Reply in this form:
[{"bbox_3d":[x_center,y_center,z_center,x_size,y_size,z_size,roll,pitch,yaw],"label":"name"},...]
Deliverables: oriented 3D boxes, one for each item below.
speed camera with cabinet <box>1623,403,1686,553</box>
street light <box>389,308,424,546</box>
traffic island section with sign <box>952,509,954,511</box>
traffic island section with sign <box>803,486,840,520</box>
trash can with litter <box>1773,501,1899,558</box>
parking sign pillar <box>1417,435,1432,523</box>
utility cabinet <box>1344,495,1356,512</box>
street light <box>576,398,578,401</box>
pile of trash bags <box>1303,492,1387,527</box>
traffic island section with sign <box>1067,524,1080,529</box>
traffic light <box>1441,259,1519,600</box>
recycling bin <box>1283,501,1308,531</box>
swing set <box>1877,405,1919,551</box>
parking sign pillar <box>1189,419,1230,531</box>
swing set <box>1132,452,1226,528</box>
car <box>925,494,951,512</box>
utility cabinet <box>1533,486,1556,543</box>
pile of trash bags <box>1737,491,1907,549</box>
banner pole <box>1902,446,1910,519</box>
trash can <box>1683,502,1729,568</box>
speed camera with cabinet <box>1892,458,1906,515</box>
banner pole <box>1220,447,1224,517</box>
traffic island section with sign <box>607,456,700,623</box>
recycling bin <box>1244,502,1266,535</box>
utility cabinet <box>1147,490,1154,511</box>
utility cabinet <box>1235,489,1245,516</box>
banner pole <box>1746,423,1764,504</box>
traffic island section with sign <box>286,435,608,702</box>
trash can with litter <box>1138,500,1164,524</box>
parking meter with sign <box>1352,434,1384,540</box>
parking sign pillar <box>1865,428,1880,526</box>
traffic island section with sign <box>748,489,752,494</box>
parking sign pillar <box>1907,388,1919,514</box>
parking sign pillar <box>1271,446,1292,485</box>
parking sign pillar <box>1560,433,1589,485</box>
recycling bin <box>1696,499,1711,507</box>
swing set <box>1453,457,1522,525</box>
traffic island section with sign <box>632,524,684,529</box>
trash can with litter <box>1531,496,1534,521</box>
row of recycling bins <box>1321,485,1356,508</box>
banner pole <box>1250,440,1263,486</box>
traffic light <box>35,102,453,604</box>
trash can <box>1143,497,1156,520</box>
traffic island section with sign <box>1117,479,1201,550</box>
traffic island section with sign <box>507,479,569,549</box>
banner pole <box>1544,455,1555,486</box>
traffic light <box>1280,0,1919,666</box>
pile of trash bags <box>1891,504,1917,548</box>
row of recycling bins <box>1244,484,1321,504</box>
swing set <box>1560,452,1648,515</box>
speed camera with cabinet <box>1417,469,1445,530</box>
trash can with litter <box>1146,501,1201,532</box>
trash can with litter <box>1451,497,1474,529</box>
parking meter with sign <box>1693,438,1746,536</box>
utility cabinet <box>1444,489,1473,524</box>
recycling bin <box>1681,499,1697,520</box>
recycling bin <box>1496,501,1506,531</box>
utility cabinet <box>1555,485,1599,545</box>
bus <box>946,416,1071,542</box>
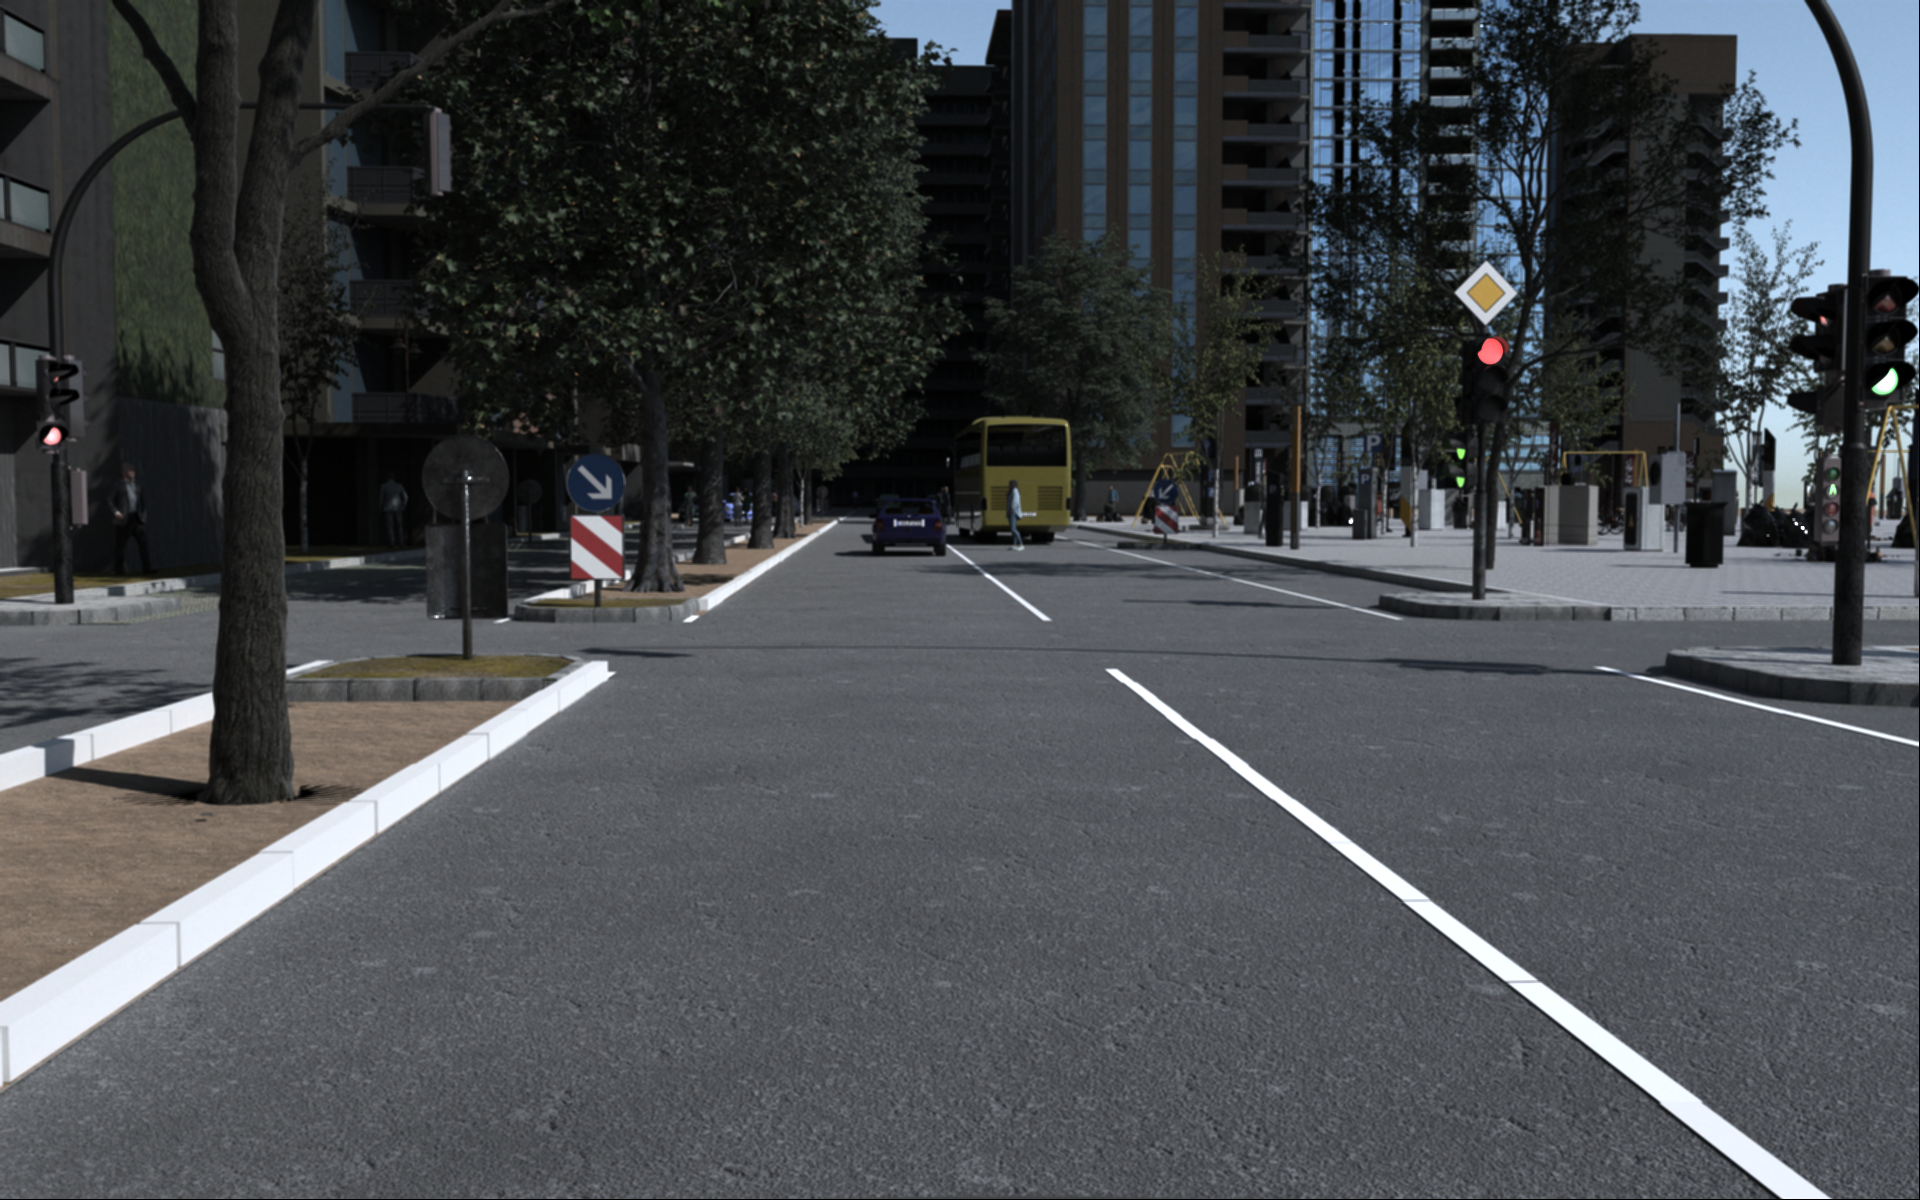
[{"bbox_3d":[15.468,-2.706,38.583,0.660,3.252,2.038,0,4,0],"label":"speed camera with cabinet"},{"bbox_3d":[-13.631,-4.281,42.779,0.468,5.910,1.993,0,4,-3],"label":"street light"},{"bbox_3d":[0.355,-8.693,150.750,1.989,1.847,2.006,0,4,-3],"label":"traffic island section with sign"},{"bbox_3d":[-7.604,-5.330,95.280,2.006,1.907,1.989,0,4,-3],"label":"traffic island section with sign"},{"bbox_3d":[17.909,-1.491,35.432,2.233,1.210,1.678,2,4,34],"label":"trash can with litter"},{"bbox_3d":[21.104,-5.492,78.268,1.447,3.967,1.447,1,4,15],"label":"parking sign pillar"},{"bbox_3d":[18.079,-4.235,80.401,0.306,1.237,1.020,0,4,-2],"label":"utility cabinet"},{"bbox_3d":[-14.575,-5.623,64.726,0.468,5.910,1.993,0,4,-3],"label":"street light"},{"bbox_3d":[15.195,-3.603,68.656,3.447,1.369,1.912,0,4,0],"label":"pile of trash bags"},{"bbox_3d":[3.954,-3.909,72.540,1.989,1.847,2.006,0,4,-3],"label":"traffic island section with sign"},{"bbox_3d":[6.283,-1.957,20.925,0.839,4.253,0.868,0,4,-3],"label":"traffic light"},{"bbox_3d":[11.826,-2.968,61.077,0.722,1.027,0.722,2,4,29],"label":"recycling bin"},{"bbox_3d":[17.461,-1.956,29.597,2.862,2.851,3.119,-3,4,-39],"label":"swing set"},{"bbox_3d":[8.856,-4.463,61.450,1.447,3.967,1.447,0,4,-3],"label":"parking sign pillar"},{"bbox_3d":[8.233,-4.144,65.367,2.862,2.851,3.119,-1,4,-11],"label":"swing set"},{"bbox_3d":[-1.671,-6.608,119.844,2.131,1.459,4.920,0,4,-1],"label":"car"},{"bbox_3d":[15.624,-2.236,45.238,1.173,1.500,0.318,0,4,0],"label":"utility cabinet"},{"bbox_3d":[20.421,-1.945,41.555,1.912,1.369,3.447,-1,4,-23],"label":"pile of trash bags"},{"bbox_3d":[48.957,-6.084,89.489,0.401,3.779,0.863,2,4,32],"label":"banner pole"},{"bbox_3d":[13.021,-1.139,30.277,0.748,1.137,0.748,0,3,0],"label":"trash can"},{"bbox_3d":[51.756,-6.117,94.342,0.660,3.252,2.038,-1,4,-10],"label":"speed camera with cabinet"},{"bbox_3d":[13.887,-6.233,91.927,0.401,3.779,0.863,0,4,0],"label":"banner pole"},{"bbox_3d":[-4.135,-0.739,20.221,2.006,1.907,1.989,0,4,-3],"label":"traffic island section with sign"},{"bbox_3d":[9.515,-2.597,55.023,0.722,1.027,0.722,-3,4,-38],"label":"recycling bin"},{"bbox_3d":[10.174,-5.120,92.385,0.318,1.500,1.173,1,4,12],"label":"utility cabinet"},{"bbox_3d":[12.706,-4.164,76.767,1.173,1.500,0.318,-2,4,-35],"label":"utility cabinet"},{"bbox_3d":[27.856,-4.334,60.878,0.863,3.779,0.401,-1,4,-23],"label":"banner pole"},{"bbox_3d":[-3.804,-0.287,12.821,2.006,1.907,1.989,0,4,-3],"label":"traffic island section with sign"},{"bbox_3d":[8.151,-3.817,73.792,1.055,1.170,0.624,0,4,2],"label":"trash can with litter"},{"bbox_3d":[11.575,-3.243,49.279,0.543,3.016,1.738,2,4,25],"label":"parking meter with sign"},{"bbox_3d":[36.641,-5.012,70.414,1.447,3.967,1.447,0,4,-5],"label":"parking sign pillar"},{"bbox_3d":[-14.865,-6.930,121.940,1.989,1.847,2.006,0,4,-3],"label":"traffic island section with sign"},{"bbox_3d":[24.635,-3.369,43.554,1.447,3.967,1.447,-3,5,-43],"label":"parking sign pillar"},{"bbox_3d":[17.863,-6.578,96.017,1.447,3.967,1.447,-2,4,-34],"label":"parking sign pillar"},{"bbox_3d":[26.411,-5.260,74.468,1.447,3.967,1.447,-2,4,-28],"label":"parking sign pillar"},{"bbox_3d":[28.422,-3.229,65.346,0.722,1.027,0.722,-1,4,-10],"label":"recycling bin"},{"bbox_3d":[22.289,-4.676,74.065,2.862,2.851,3.119,0,4,3],"label":"swing set"},{"bbox_3d":[-12.577,-3.899,72.375,1.989,1.847,2.006,0,4,-3],"label":"traffic island section with sign"},{"bbox_3d":[27.756,-4.480,84.300,1.678,1.210,2.233,1,4,14],"label":"trash can with litter"},{"bbox_3d":[17.162,-4.644,83.037,3.534,1.692,1.069,1,4,8],"label":"row of recycling bins"},{"bbox_3d":[13.675,-5.519,80.247,0.863,3.779,0.401,-1,4,-17],"label":"banner pole"},{"bbox_3d":[-8.375,-2.789,20.271,4.771,5.953,1.251,0,4,-3],"label":"traffic light"},{"bbox_3d":[9.384,-4.533,85.764,0.748,1.137,0.748,0,3,0],"label":"trash can"},{"bbox_3d":[5.193,-2.262,45.614,1.989,1.847,2.006,0,4,-3],"label":"traffic island section with sign"},{"bbox_3d":[-11.329,-2.252,45.448,1.989,1.847,2.006,0,4,-3],"label":"traffic island section with sign"},{"bbox_3d":[32.873,-6.506,96.386,0.401,3.779,0.863,-3,5,-44],"label":"banner pole"},{"bbox_3d":[4.565,-2.327,12.711,4.771,5.953,1.251,0,4,-3],"label":"traffic light"},{"bbox_3d":[24.110,-1.924,41.204,3.447,1.369,1.912,-1,4,-18],"label":"pile of trash bags"},{"bbox_3d":[13.648,-4.095,74.060,3.534,1.692,1.069,-2,4,-32],"label":"row of recycling bins"},{"bbox_3d":[23.960,-4.072,64.203,3.119,2.851,2.862,1,4,10],"label":"swing set"},{"bbox_3d":[16.718,-4.152,62.224,0.660,3.252,2.038,-1,4,-11],"label":"speed camera with cabinet"},{"bbox_3d":[7.073,-2.932,59.003,1.678,1.210,2.233,-1,4,-21],"label":"trash can with litter"},{"bbox_3d":[18.708,-3.216,63.971,1.055,1.170,0.624,0,4,1],"label":"trash can with litter"},{"bbox_3d":[23.577,-3.496,53.426,1.738,3.016,0.543,1,4,15],"label":"parking meter with sign"},{"bbox_3d":[20.696,-3.875,72.037,1.173,1.500,0.318,0,4,-1],"label":"utility cabinet"},{"bbox_3d":[34.688,-4.280,82.533,0.722,1.027,0.722,-1,4,-22],"label":"recycling bin"},{"bbox_3d":[18.756,-2.965,61.038,0.722,1.027,0.722,3,5,44],"label":"recycling bin"},{"bbox_3d":[15.562,-2.134,43.574,0.318,1.500,1.173,-1,4,-18],"label":"utility cabinet"},{"bbox_3d":[1.395,-3.832,54.195,2.896,3.916,12.252,0,4,-4],"label":"bus"}]
